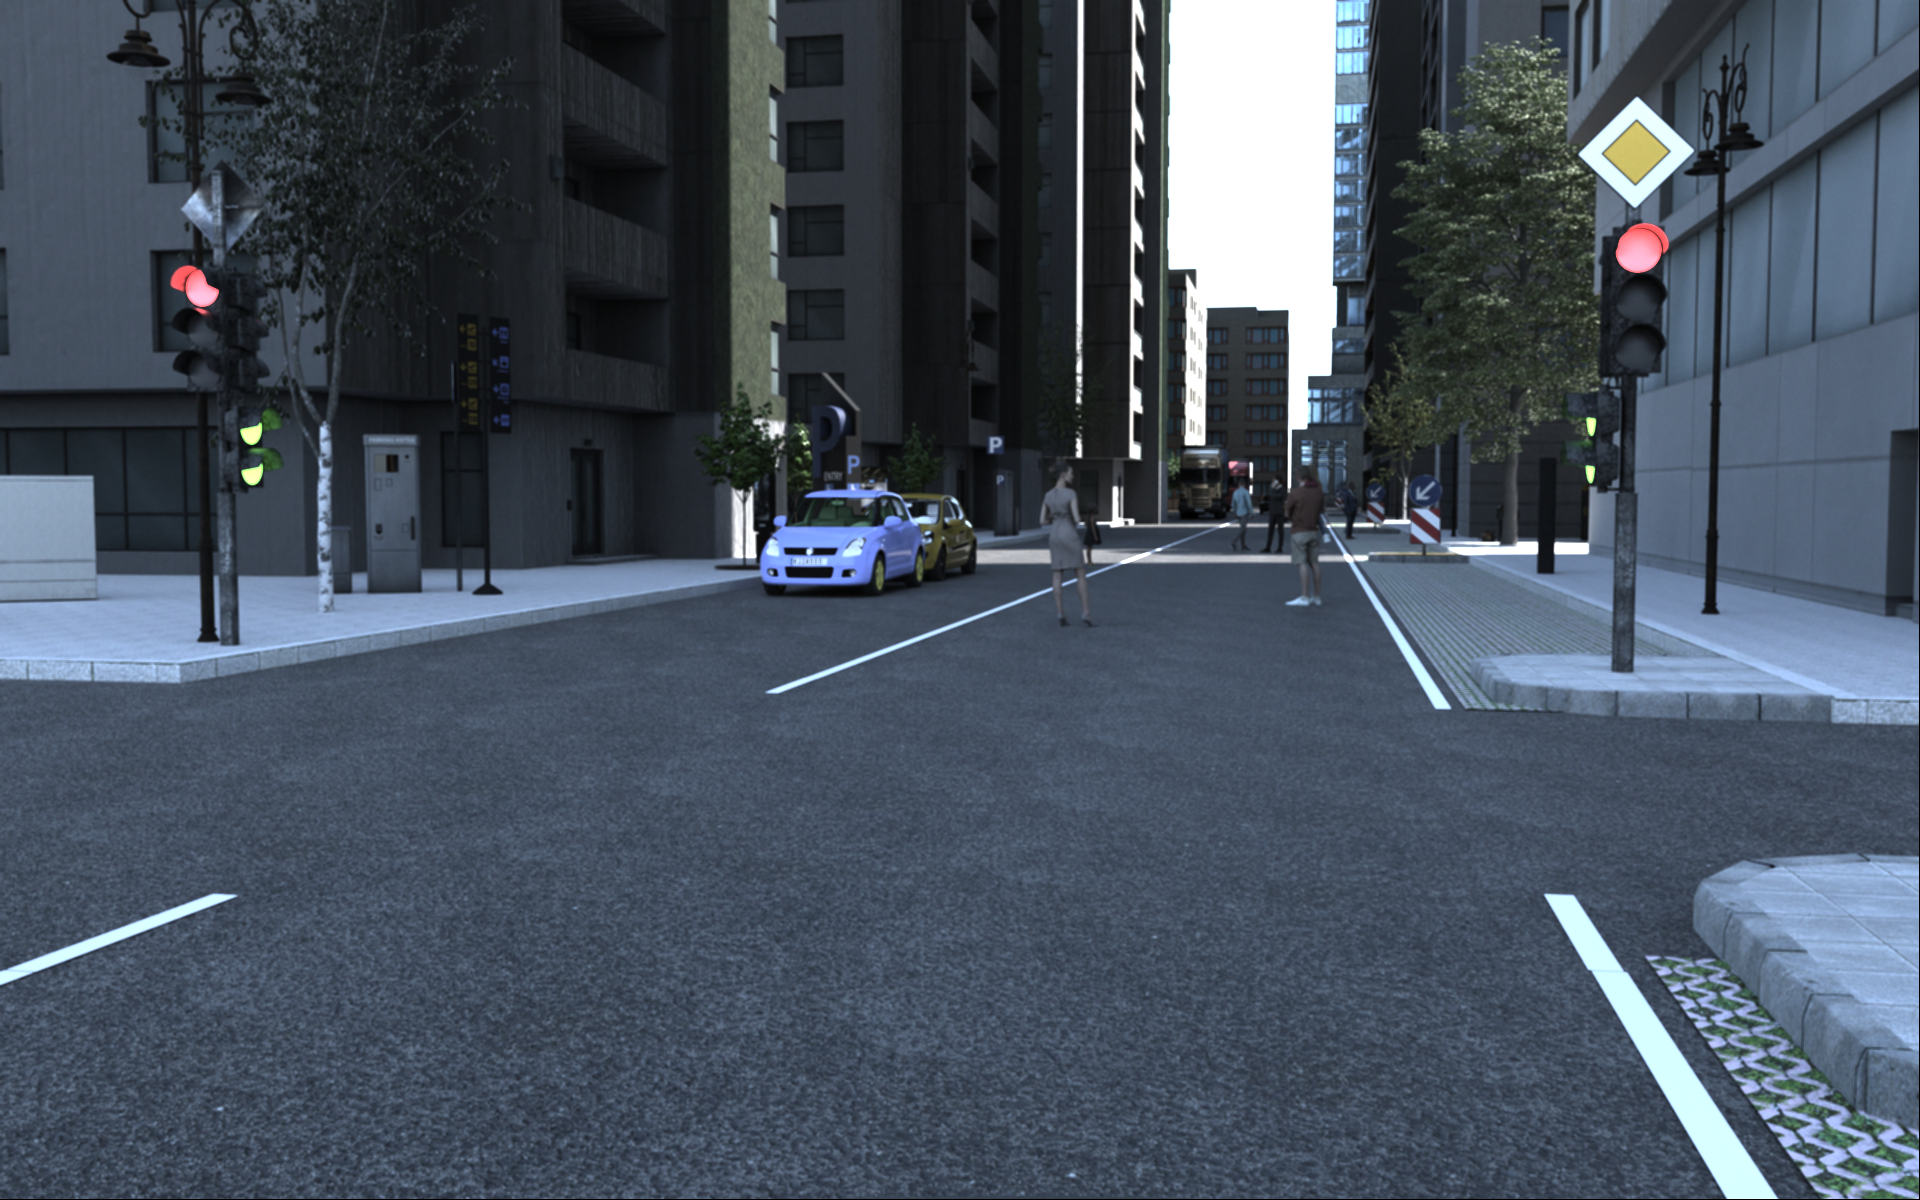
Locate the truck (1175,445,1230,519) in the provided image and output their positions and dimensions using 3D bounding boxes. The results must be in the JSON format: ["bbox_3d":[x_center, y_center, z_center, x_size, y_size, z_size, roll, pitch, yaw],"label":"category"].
[{"bbox_3d":[14.285,-6.869,101.229,2.839,4.237,11.283,1,4,11],"label":"truck"}]

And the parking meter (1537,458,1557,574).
[{"bbox_3d":[9.477,-1.362,27.972,0.255,1.863,0.399,1,4,17],"label":"parking meter"}]

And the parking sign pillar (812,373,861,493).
[{"bbox_3d":[-2.715,-3.032,38.051,1.447,3.967,1.447,-3,5,-39],"label":"parking sign pillar"}]

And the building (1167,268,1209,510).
[{"bbox_3d":[6.239,-18.784,152.153,28.899,21.520,27.650,1,4,11],"label":"building"}]

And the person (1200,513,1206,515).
[{"bbox_3d":[16.485,-6.667,117.959,0.568,1.767,0.683,-3,4,-36],"label":"person"}]

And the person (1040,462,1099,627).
[{"bbox_3d":[1.183,-0.607,18.768,0.599,1.781,0.374,3,5,39],"label":"person"}]

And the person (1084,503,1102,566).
[{"bbox_3d":[2.638,-1.296,34.367,0.373,1.253,0.362,0,4,0],"label":"person"}]

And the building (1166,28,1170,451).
[{"bbox_3d":[7.411,-28.957,123.564,14.600,45.320,14.200,1,4,11],"label":"building"}]

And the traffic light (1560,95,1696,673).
[{"bbox_3d":[4.767,-1.436,12.397,0.839,4.253,0.868,1,4,11],"label":"traffic light"}]

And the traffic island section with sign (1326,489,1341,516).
[{"bbox_3d":[24.894,-6.339,112.264,1.989,1.847,2.006,1,4,11],"label":"traffic island section with sign"}]

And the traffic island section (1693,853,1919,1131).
[{"bbox_3d":[3.229,1.077,4.675,2.009,0.180,2.903,1,4,11],"label":"traffic island section"}]

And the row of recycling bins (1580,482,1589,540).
[{"bbox_3d":[17.394,-2.423,46.730,1.069,1.692,3.534,1,4,15],"label":"row of recycling bins"}]

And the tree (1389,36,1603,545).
[{"bbox_3d":[14.320,-7.678,43.663,7.486,12.596,7.792,0,3,0],"label":"tree"}]

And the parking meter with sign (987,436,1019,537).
[{"bbox_3d":[1.352,-3.457,52.780,0.543,3.016,1.738,1,4,19],"label":"parking meter with sign"}]

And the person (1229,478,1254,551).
[{"bbox_3d":[7.047,-2.158,43.641,0.748,1.841,0.638,-1,4,-23],"label":"person"}]

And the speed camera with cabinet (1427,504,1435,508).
[{"bbox_3d":[23.577,-5.470,83.766,2.038,3.252,0.660,0,4,4],"label":"speed camera with cabinet"}]

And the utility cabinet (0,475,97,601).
[{"bbox_3d":[-11.009,-0.738,20.738,1.173,1.500,0.318,-2,4,-27],"label":"utility cabinet"}]

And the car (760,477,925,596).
[{"bbox_3d":[-1.692,-0.977,25.559,1.945,1.707,3.694,1,4,12],"label":"car"}]

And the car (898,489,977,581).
[{"bbox_3d":[-0.855,-1.200,29.844,2.015,1.641,3.980,1,4,12],"label":"car"}]

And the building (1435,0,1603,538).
[{"bbox_3d":[27.981,-31.725,60.704,21.231,58.520,28.212,1,4,11],"label":"building"}]

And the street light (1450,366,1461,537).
[{"bbox_3d":[14.867,-4.844,51.993,0.468,5.910,1.993,1,4,11],"label":"street light"}]

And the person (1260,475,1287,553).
[{"bbox_3d":[7.689,-2.108,42.328,0.474,1.900,0.648,-2,4,-27],"label":"person"}]

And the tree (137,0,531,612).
[{"bbox_3d":[-6.875,-4.188,18.839,4.360,8.622,3.978,0,3,0],"label":"tree"}]

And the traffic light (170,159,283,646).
[{"bbox_3d":[-6.179,-1.569,14.575,0.839,4.253,0.868,1,4,11],"label":"traffic light"}]

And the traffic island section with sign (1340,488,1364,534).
[{"bbox_3d":[14.996,-3.330,63.077,1.989,1.847,2.006,1,4,11],"label":"traffic island section with sign"}]

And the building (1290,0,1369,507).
[{"bbox_3d":[49.802,-52.766,175.395,31.000,86.520,22.319,1,4,11],"label":"building"}]

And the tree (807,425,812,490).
[{"bbox_3d":[-3.786,-2.829,40.859,1.663,3.219,1.824,0,3,0],"label":"tree"}]

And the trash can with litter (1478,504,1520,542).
[{"bbox_3d":[14.428,-2.141,46.396,1.055,1.170,0.624,2,4,34],"label":"trash can with litter"}]

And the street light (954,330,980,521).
[{"bbox_3d":[0.209,-4.653,48.858,0.468,5.910,1.993,1,4,11],"label":"street light"}]

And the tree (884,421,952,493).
[{"bbox_3d":[-1.275,-3.155,46.194,1.663,3.219,1.824,0,3,0],"label":"tree"}]

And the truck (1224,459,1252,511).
[{"bbox_3d":[22.445,-9.312,141.169,2.839,4.237,11.283,1,4,11],"label":"truck"}]

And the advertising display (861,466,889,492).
[{"bbox_3d":[-2.130,-2.147,40.315,0.974,1.923,0.123,0,4,6],"label":"advertising display"}]

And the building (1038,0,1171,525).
[{"bbox_3d":[2.289,-24.315,81.149,14.154,41.232,14.086,1,4,11],"label":"building"}]

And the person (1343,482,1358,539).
[{"bbox_3d":[12.386,-2.832,54.983,0.419,1.800,0.721,3,4,38],"label":"person"}]

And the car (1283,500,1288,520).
[{"bbox_3d":[18.935,-5.285,96.634,2.015,1.641,3.980,1,4,13],"label":"car"}]

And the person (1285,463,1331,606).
[{"bbox_3d":[4.488,-0.849,22.356,0.573,1.828,0.580,1,4,17],"label":"person"}]

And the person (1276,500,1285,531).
[{"bbox_3d":[12.383,-3.601,67.712,0.374,1.781,0.599,-2,4,-35],"label":"person"}]

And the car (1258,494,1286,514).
[{"bbox_3d":[22.301,-6.976,123.848,2.009,1.686,4.222,1,4,10],"label":"car"}]

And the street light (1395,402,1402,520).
[{"bbox_3d":[21.581,-6.883,85.317,0.468,5.910,1.993,1,4,11],"label":"street light"}]

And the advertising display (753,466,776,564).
[{"bbox_3d":[-3.578,-1.619,31.681,0.123,1.923,0.974,-2,4,-24],"label":"advertising display"}]

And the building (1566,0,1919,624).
[{"bbox_3d":[22.845,-26.335,19.817,27.495,52.752,28.713,1,4,11],"label":"building"}]

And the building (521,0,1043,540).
[{"bbox_3d":[-5.154,-17.578,59.096,14.160,30.474,14.107,1,4,11],"label":"building"}]

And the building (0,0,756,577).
[{"bbox_3d":[-12.099,-15.947,32.441,14.160,30.474,14.107,1,4,11],"label":"building"}]

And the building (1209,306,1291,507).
[{"bbox_3d":[20.352,-20.784,184.854,28.899,21.520,27.650,1,4,11],"label":"building"}]

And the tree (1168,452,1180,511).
[{"bbox_3d":[16.357,-9.129,132.979,4.285,4.588,4.351,0,3,0],"label":"tree"}]

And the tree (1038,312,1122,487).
[{"bbox_3d":[4.321,-7.386,71.131,4.737,8.622,4.395,0,3,0],"label":"tree"}]

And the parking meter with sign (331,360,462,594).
[{"bbox_3d":[-7.388,-1.606,22.518,1.738,3.016,0.543,-1,4,-18],"label":"parking meter with sign"}]

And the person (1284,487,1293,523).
[{"bbox_3d":[16.498,-4.720,86.077,0.834,1.777,0.661,2,4,25],"label":"person"}]

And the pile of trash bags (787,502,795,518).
[{"bbox_3d":[-5.268,-2.238,46.343,3.447,1.369,1.912,-3,5,-41],"label":"pile of trash bags"}]

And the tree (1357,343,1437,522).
[{"bbox_3d":[20.719,-7.973,80.727,4.737,8.622,4.395,0,3,0],"label":"tree"}]

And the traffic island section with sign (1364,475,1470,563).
[{"bbox_3d":[9.680,-1.714,36.649,1.989,1.847,2.006,1,4,11],"label":"traffic island section with sign"}]

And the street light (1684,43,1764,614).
[{"bbox_3d":[8.044,-2.789,18.392,0.468,5.910,1.993,1,4,11],"label":"street light"}]

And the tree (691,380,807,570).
[{"bbox_3d":[-3.829,-2.144,29.649,1.663,3.219,1.824,0,3,0],"label":"tree"}]

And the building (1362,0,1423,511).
[{"bbox_3d":[39.062,-30.256,118.386,21.300,48.544,21.600,1,4,11],"label":"building"}]

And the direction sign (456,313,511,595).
[{"bbox_3d":[-6.053,-1.840,22.086,0.379,3.537,0.876,2,4,32],"label":"direction sign"}]

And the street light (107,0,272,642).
[{"bbox_3d":[-6.542,-2.576,14.898,0.468,5.910,1.993,1,4,11],"label":"street light"}]

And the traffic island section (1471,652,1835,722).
[{"bbox_3d":[4.805,0.598,12.503,2.009,0.180,2.903,1,4,11],"label":"traffic island section"}]

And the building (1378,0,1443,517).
[{"bbox_3d":[34.813,-40.275,96.754,20.563,71.187,20.611,1,4,11],"label":"building"}]
